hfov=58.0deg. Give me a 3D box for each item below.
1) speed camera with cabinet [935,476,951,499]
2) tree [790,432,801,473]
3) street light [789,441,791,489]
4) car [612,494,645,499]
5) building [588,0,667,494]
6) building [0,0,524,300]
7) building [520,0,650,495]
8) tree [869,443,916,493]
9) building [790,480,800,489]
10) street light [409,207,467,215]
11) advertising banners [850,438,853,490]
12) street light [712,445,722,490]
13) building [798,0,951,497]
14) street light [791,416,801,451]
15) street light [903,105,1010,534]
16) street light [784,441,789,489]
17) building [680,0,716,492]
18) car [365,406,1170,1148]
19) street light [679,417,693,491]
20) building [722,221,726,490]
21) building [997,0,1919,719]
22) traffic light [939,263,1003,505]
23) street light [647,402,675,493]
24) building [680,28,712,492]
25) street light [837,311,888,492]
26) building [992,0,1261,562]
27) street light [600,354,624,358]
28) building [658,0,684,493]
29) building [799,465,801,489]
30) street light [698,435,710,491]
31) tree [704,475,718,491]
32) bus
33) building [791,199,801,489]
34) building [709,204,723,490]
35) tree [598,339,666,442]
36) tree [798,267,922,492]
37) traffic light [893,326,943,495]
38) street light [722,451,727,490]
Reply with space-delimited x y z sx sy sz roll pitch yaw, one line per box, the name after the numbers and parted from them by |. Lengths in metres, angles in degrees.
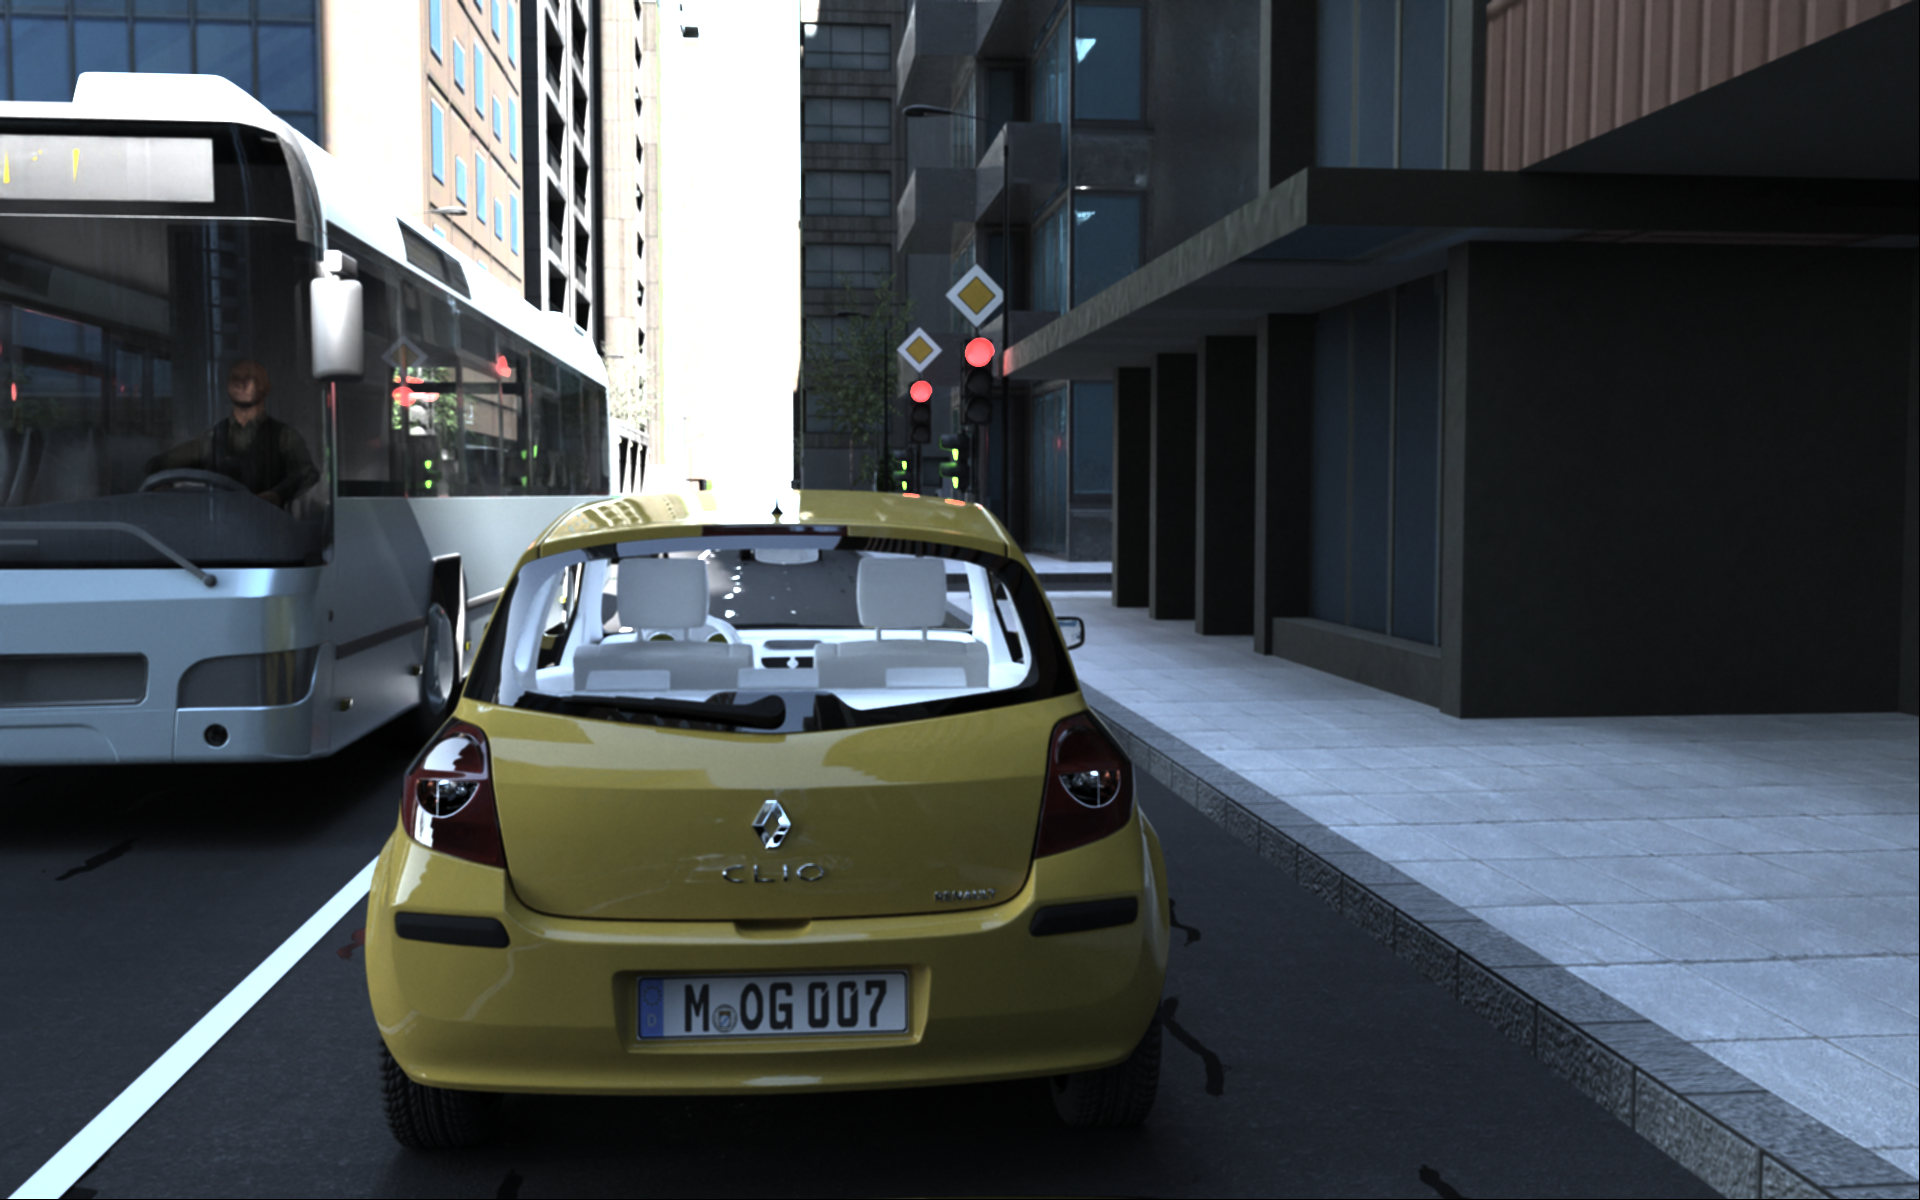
-0.418 -3.789 56.280 0.660 3.252 2.038 0 4 -7 | speed camera with cabinet
-16.956 -14.881 193.663 4.360 8.622 3.978 0 3 0 | tree
-11.042 -9.095 121.243 1.470 5.913 1.316 0 4 -6 | street light
-7.267 -1.565 37.389 2.131 1.459 4.920 0 4 -7 | car
-23.385 -19.637 92.769 14.160 30.474 14.107 0 4 -6 | building
-18.125 -23.793 39.124 14.600 45.320 14.200 0 4 -6 | building
-22.398 -38.234 63.376 20.563 71.187 20.611 0 4 -6 | building
-2.550 -3.950 59.185 1.663 3.219 1.824 0 3 0 | tree
-6.991 -33.389 237.792 32.217 40.220 23.993 0 4 -6 | building
-8.676 -3.400 28.135 1.470 5.913 1.316 0 4 -6 | street light
-3.293 -3.437 52.379 0.090 3.025 2.074 0 4 -4 | advertising banners
-23.640 -11.741 164.512 1.470 5.913 1.316 0 4 -6 | street light
0.723 -23.472 67.369 14.154 41.232 14.086 0 4 -6 | building
-9.169 -8.003 103.398 1.470 5.913 1.316 0 4 -6 | street light
0.016 -2.960 20.931 1.470 5.913 1.316 0 4 -6 | street light
-14.284 -10.889 150.582 1.470 5.913 1.316 0 4 -6 | street light
-41.368 -55.037 212.521 22.319 86.520 31.000 0 4 -6 | building
-0.530 0.302 5.282 2.015 1.641 3.980 0 4 -5 | car
-16.993 -8.078 104.614 1.470 5.913 1.316 0 4 -6 | street light
-41.391 -34.711 251.114 14.154 41.232 14.086 0 4 -6 | building
12.682 -21.560 7.132 22.147 44.769 28.867 0 4 -6 | building
0.176 -1.974 21.201 0.839 4.253 0.868 0 4 -6 | traffic light
-15.127 -7.000 86.994 1.470 5.913 1.316 0 4 -6 | street light
-31.867 -31.667 167.864 14.600 45.320 14.200 0 4 -6 | building
-2.429 -4.382 44.183 1.470 5.913 1.316 0 4 -6 | street light
13.664 -25.837 42.042 30.456 49.044 23.786 0 4 -6 | building
-11.865 -5.207 57.668 1.470 5.913 1.316 0 4 -6 | street light
-29.816 -35.030 114.742 21.231 58.520 28.212 0 4 -6 | building
-2.601 -42.852 138.875 20.563 71.187 20.611 0 4 -6 | building
-20.486 -9.941 135.069 1.470 5.913 1.316 0 4 -6 | street light
-25.887 -11.313 179.568 1.663 3.219 1.824 0 3 0 | tree
-4.447 -1.072 12.388 2.948 3.499 13.247 0 4 -6 | bus
-17.882 -37.045 255.800 14.600 45.320 14.200 0 4 -6 | building
-40.269 -33.827 236.662 14.154 41.232 14.086 0 4 -6 | building
-15.881 -8.009 81.308 4.360 8.622 3.978 0 3 0 | tree
-2.992 -6.428 55.467 4.737 8.622 4.395 0 3 0 | tree
-0.701 -2.460 29.138 0.839 4.253 0.868 0 4 -6 | traffic light
-26.205 -13.109 186.875 1.470 5.913 1.316 0 4 -6 | street light
